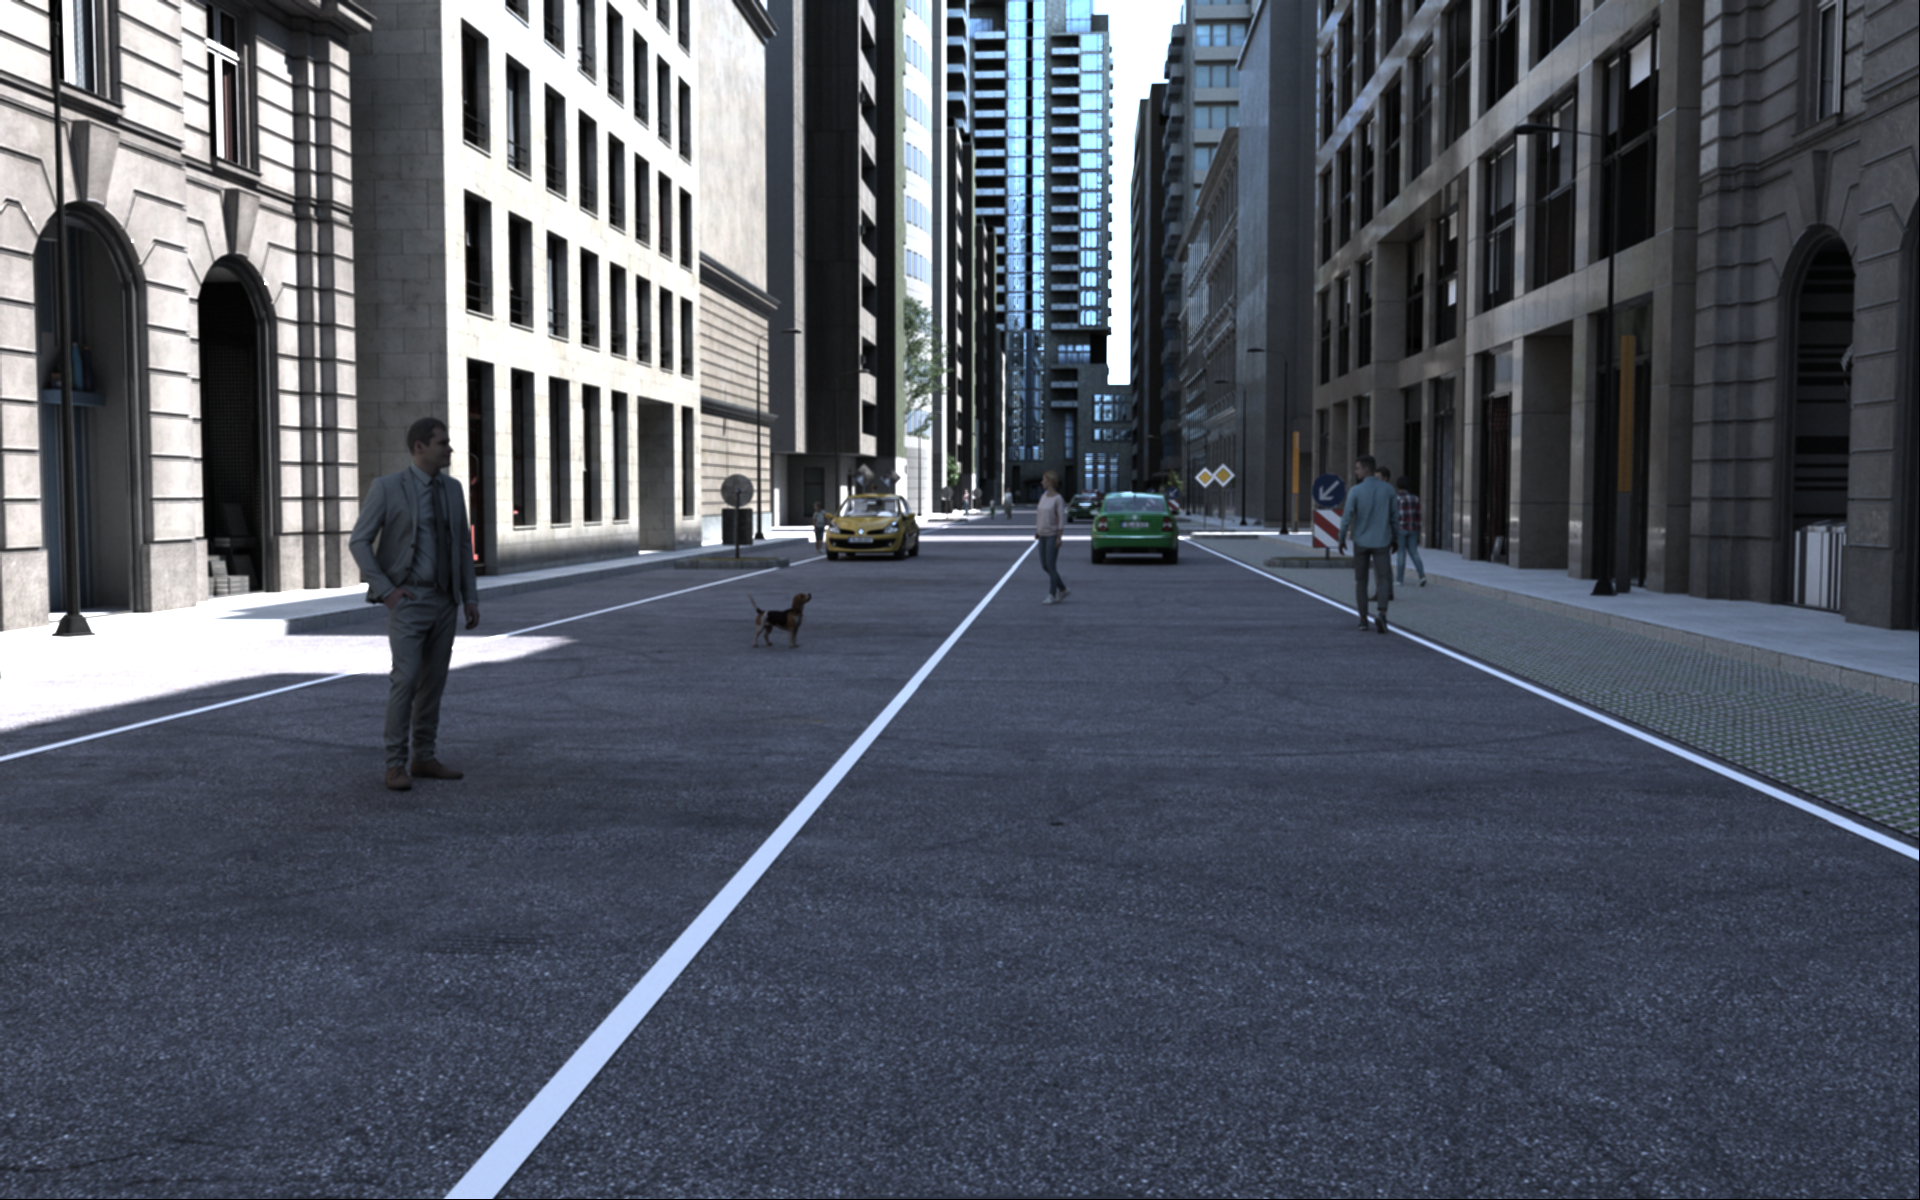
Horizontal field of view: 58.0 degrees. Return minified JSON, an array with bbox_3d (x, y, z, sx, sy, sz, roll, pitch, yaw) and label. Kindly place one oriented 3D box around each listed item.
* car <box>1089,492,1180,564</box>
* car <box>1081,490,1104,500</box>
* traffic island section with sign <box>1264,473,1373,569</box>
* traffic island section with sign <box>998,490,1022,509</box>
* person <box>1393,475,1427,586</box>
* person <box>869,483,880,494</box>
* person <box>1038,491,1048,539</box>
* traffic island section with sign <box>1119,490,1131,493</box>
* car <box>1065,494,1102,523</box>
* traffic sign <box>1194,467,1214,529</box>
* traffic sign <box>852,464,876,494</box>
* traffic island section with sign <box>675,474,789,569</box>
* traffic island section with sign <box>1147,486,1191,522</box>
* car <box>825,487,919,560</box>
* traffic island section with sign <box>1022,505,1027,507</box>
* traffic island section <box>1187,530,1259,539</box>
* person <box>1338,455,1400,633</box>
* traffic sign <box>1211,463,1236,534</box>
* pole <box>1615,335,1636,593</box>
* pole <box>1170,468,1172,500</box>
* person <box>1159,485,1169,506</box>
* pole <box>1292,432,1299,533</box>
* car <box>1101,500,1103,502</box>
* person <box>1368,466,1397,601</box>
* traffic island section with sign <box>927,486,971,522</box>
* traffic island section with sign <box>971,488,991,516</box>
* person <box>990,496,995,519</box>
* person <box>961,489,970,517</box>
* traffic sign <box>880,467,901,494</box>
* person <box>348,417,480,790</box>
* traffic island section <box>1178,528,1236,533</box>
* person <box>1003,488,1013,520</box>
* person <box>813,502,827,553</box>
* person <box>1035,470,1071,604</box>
[{"bbox_3d":[3.727,-1.724,36.988,1.959,1.807,4.718,0,4,6],"label":"car"},{"bbox_3d":[11.059,-8.445,146.756,2.281,1.827,5.304,0,4,5],"label":"car"},{"bbox_3d":[7.032,-1.555,34.057,1.989,1.847,2.006,0,4,4],"label":"traffic island section with sign"},{"bbox_3d":[4.683,-9.685,166.976,1.989,1.847,2.006,0,4,4],"label":"traffic island section with sign"},{"bbox_3d":[6.920,-1.072,26.867,0.563,1.720,0.643,-1,4,-17],"label":"person"},{"bbox_3d":[-2.547,-2.575,51.147,0.519,1.759,0.362,-2,4,-32],"label":"person"},{"bbox_3d":[2.627,-2.696,52.600,0.620,1.820,0.660,-1,4,-21],"label":"person"},{"bbox_3d":[17.874,-11.248,192.533,1.989,1.847,2.006,0,4,4],"label":"traffic island section with sign"},{"bbox_3d":[6.330,-4.608,87.141,2.131,1.459,4.920,0,4,5],"label":"car"},{"bbox_3d":[9.057,-3.694,64.047,0.795,2.450,0.064,0,4,4],"label":"traffic sign"},{"bbox_3d":[-3.154,-3.257,56.896,0.795,2.450,0.064,0,4,4],"label":"traffic sign"},{"bbox_3d":[-4.412,-1.551,33.988,1.989,1.847,2.006,0,4,4],"label":"traffic island section with sign"},{"bbox_3d":[10.759,-4.895,88.664,1.989,1.847,2.006,0,4,4],"label":"traffic island section with sign"},{"bbox_3d":[-1.937,-1.746,38.773,2.015,1.641,3.980,0,4,5],"label":"car"},{"bbox_3d":[6.525,-11.330,193.868,1.989,1.847,2.006,0,4,4],"label":"traffic island section with sign"},{"bbox_3d":[8.536,-2.072,56.156,2.009,0.180,2.903,0,4,4],"label":"traffic island section"},{"bbox_3d":[4.262,-0.594,18.069,0.638,1.841,0.748,1,4,14],"label":"person"},{"bbox_3d":[8.512,-3.207,56.080,0.795,2.450,0.064,0,4,4],"label":"traffic sign"},{"bbox_3d":[8.600,-1.745,22.372,0.158,3.312,0.155,0,3,0],"label":"pole"},{"bbox_3d":[16.665,-8.733,136.622,0.158,3.312,0.155,0,3,0],"label":"pole"},{"bbox_3d":[8.337,-3.876,72.057,0.709,1.800,0.728,0,3,0],"label":"person"},{"bbox_3d":[11.008,-3.852,56.824,0.158,3.312,0.155,0,3,0],"label":"pole"},{"bbox_3d":[8.754,-5.342,96.142,1.959,1.807,4.718,0,4,2],"label":"car"},{"bbox_3d":[5.565,-0.885,23.165,0.583,1.804,0.606,0,4,-7],"label":"person"},{"bbox_3d":[-0.619,-4.943,89.449,1.989,1.847,2.006,0,4,4],"label":"traffic island section with sign"},{"bbox_3d":[1.219,-6.594,116.442,1.989,1.847,2.006,0,4,4],"label":"traffic island section with sign"},{"bbox_3d":[1.825,-5.202,97.808,0.306,1.304,0.590,1,4,16],"label":"person"},{"bbox_3d":[0.388,-6.032,107.711,0.643,1.750,0.593,-2,4,-28],"label":"person"},{"bbox_3d":[-2.609,-3.744,64.862,0.795,2.450,0.064,0,4,4],"label":"traffic sign"},{"bbox_3d":[-2.696,-0.003,8.648,0.391,1.810,0.635,2,4,28],"label":"person"},{"bbox_3d":[9.081,-2.559,64.122,2.009,0.180,2.903,0,4,4],"label":"traffic island section"},{"bbox_3d":[2.737,-5.428,97.466,0.478,1.798,0.641,3,4,38],"label":"person"},{"bbox_3d":[-3.399,-1.769,42.110,0.332,1.250,0.352,1,4,21],"label":"person"},{"bbox_3d":[1.221,-0.825,22.662,0.598,1.740,0.731,-3,5,-40],"label":"person"}]
